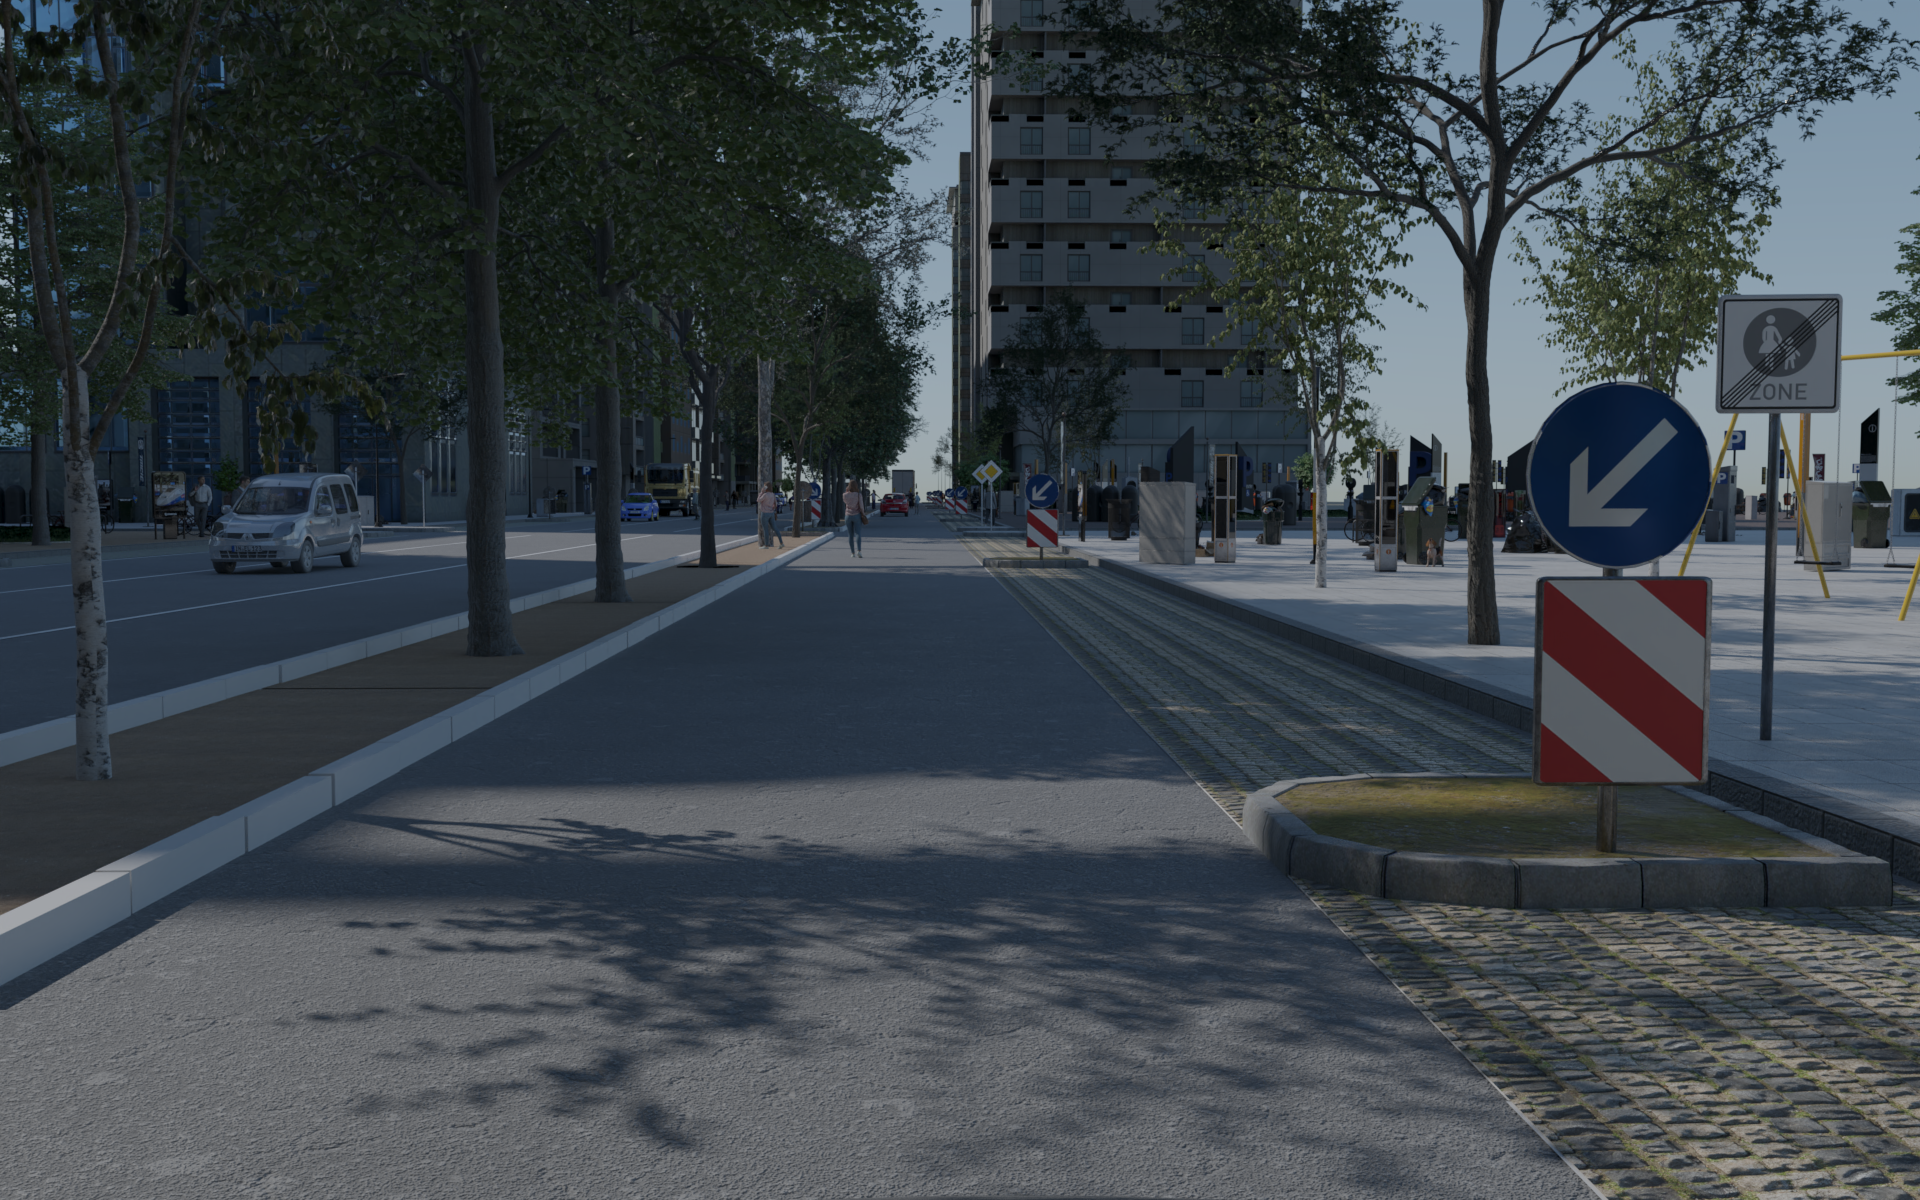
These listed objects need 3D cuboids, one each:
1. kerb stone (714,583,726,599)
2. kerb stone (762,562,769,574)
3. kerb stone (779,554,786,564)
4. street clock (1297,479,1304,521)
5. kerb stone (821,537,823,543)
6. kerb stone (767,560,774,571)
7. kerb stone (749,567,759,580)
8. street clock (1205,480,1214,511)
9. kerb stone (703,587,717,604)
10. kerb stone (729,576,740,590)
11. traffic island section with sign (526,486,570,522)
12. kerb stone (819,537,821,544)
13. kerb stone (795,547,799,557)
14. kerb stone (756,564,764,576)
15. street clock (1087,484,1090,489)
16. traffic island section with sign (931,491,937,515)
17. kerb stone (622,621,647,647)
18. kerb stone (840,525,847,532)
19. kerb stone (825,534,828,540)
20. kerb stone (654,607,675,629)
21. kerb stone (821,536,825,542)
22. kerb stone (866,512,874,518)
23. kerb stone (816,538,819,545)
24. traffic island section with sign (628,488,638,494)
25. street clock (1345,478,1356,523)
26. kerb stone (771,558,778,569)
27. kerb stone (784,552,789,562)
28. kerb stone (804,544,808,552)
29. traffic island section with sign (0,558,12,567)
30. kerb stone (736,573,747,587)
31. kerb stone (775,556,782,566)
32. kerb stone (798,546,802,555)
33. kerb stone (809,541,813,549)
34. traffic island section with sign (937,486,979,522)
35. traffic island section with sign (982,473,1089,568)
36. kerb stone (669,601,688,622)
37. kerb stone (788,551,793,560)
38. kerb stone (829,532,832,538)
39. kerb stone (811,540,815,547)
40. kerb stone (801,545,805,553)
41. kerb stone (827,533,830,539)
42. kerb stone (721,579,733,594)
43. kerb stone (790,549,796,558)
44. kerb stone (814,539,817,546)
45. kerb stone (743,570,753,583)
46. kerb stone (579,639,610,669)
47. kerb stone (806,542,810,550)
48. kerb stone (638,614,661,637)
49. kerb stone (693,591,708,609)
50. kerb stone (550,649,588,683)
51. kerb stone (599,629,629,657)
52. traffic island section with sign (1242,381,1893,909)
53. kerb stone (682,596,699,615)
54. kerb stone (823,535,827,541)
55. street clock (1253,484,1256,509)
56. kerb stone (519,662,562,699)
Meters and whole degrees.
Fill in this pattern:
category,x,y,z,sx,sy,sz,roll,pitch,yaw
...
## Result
category,x,y,z,sx,sy,sz,roll,pitch,yaw
kerb stone,-3.369,-0.094,23.840,0.120,0.150,1.000,0,4,-2
kerb stone,-3.572,-0.537,31.031,0.120,0.150,1.000,0,4,-2
kerb stone,-3.680,-0.789,35.128,0.120,0.150,1.000,0,4,-2
street clock,16.405,-4.826,83.472,0.358,2.002,0.471,1,4,11
kerb stone,-4.077,-1.669,49.491,0.120,0.150,1.000,0,4,-2
kerb stone,-3.592,-0.598,32.054,0.120,0.150,1.000,0,4,-2
kerb stone,-3.515,-0.415,28.975,0.120,0.150,1.000,0,4,-2
street clock,12.381,-4.968,85.790,0.471,2.002,0.358,2,4,26
kerb stone,-3.345,-0.037,22.797,0.120,0.150,1.000,0,4,-2
kerb stone,-3.433,-0.226,25.896,0.120,0.150,1.000,0,4,-2
traffic island section with sign,-21.179,-4.927,89.177,1.989,1.847,2.006,0,4,-2
kerb stone,-4.056,-1.607,48.466,0.120,0.150,1.000,0,4,-2
kerb stone,-3.796,-1.042,39.239,0.120,0.150,1.000,0,4,-2
kerb stone,-3.551,-0.478,30.003,0.120,0.150,1.000,0,4,-2
street clock,7.254,-5.853,100.265,0.471,2.002,0.358,2,4,32
traffic island section with sign,-0.807,-6.609,116.688,1.989,1.847,2.006,0,4,-2
kerb stone,-3.169,0.339,16.648,0.120,0.150,1.000,0,4,-2
kerb stone,-4.596,-2.831,68.474,0.120,0.150,1.000,0,4,-2
kerb stone,-4.158,-1.854,52.561,0.120,0.150,1.000,0,4,-2
kerb stone,-3.229,0.214,18.699,0.120,0.150,1.000,0,4,-2
kerb stone,-4.104,-1.730,50.513,0.120,0.150,1.000,0,4,-2
kerb stone,-5.741,-5.401,110.495,0.120,0.150,1.000,0,4,-2
kerb stone,-4.026,-1.542,47.435,0.120,0.150,1.000,0,4,-2
traffic island section with sign,-21.927,-6.575,116.121,1.989,1.847,2.006,0,4,-2
street clock,17.287,-4.409,76.657,0.358,2.002,0.471,-2,4,-32
kerb stone,-3.622,-0.665,33.075,0.120,0.150,1.000,0,4,-2
kerb stone,-3.715,-0.853,36.149,0.120,0.150,1.000,0,4,-2
kerb stone,-3.878,-1.230,42.311,0.120,0.150,1.000,0,4,-2
traffic island section with sign,-19.667,-1.528,33.606,1.989,1.847,2.006,0,4,-2
kerb stone,-3.463,-0.290,26.929,0.120,0.150,1.000,0,4,-2
kerb stone,-3.658,-0.728,34.103,0.120,0.150,1.000,0,4,-2
kerb stone,-3.820,-1.103,40.262,0.120,0.150,1.000,0,4,-2
kerb stone,-3.932,-1.351,44.367,0.120,0.150,1.000,0,4,-2
traffic island section with sign,-0.053,-4.958,89.688,1.989,1.847,2.006,0,4,-2
traffic island section with sign,1.453,-1.562,34.173,1.989,1.847,2.006,0,4,-2
kerb stone,-3.256,0.151,19.721,0.120,0.150,1.000,0,4,-2
kerb stone,-3.741,-0.913,37.171,0.120,0.150,1.000,0,4,-2
kerb stone,-4.212,-1.983,54.613,0.120,0.150,1.000,0,4,-2
kerb stone,-3.957,-1.419,45.389,0.120,0.150,1.000,0,4,-2
kerb stone,-3.848,-1.168,41.288,0.120,0.150,1.000,0,4,-2
kerb stone,-4.194,-1.920,53.590,0.120,0.150,1.000,0,4,-2
kerb stone,-3.402,-0.164,24.870,0.120,0.150,1.000,0,4,-2
kerb stone,-3.767,-0.979,38.200,0.120,0.150,1.000,0,4,-2
kerb stone,-3.990,-1.481,46.410,0.120,0.150,1.000,0,4,-2
kerb stone,-3.488,-0.350,27.953,0.120,0.150,1.000,0,4,-2
kerb stone,-3.118,0.467,14.602,0.120,0.150,1.000,0,4,-2
kerb stone,-3.906,-1.291,43.345,0.120,0.150,1.000,0,4,-2
kerb stone,-3.209,0.277,17.670,0.120,0.150,1.000,0,4,-2
kerb stone,-3.317,0.026,21.771,0.120,0.150,1.000,0,4,-2
kerb stone,-3.091,0.528,13.570,0.120,0.150,1.000,0,4,-2
kerb stone,-3.148,0.402,15.624,0.120,0.150,1.000,0,4,-2
traffic island section with sign,2.203,0.106,6.894,1.989,1.847,2.006,0,4,-2
kerb stone,-3.286,0.088,20.749,0.120,0.150,1.000,0,4,-2
kerb stone,-4.127,-1.788,51.536,0.120,0.150,1.000,0,4,-2
street clock,20.838,-7.261,123.295,0.471,2.002,0.358,-2,4,-31
kerb stone,-3.063,0.590,12.546,0.120,0.150,1.000,0,4,-2
